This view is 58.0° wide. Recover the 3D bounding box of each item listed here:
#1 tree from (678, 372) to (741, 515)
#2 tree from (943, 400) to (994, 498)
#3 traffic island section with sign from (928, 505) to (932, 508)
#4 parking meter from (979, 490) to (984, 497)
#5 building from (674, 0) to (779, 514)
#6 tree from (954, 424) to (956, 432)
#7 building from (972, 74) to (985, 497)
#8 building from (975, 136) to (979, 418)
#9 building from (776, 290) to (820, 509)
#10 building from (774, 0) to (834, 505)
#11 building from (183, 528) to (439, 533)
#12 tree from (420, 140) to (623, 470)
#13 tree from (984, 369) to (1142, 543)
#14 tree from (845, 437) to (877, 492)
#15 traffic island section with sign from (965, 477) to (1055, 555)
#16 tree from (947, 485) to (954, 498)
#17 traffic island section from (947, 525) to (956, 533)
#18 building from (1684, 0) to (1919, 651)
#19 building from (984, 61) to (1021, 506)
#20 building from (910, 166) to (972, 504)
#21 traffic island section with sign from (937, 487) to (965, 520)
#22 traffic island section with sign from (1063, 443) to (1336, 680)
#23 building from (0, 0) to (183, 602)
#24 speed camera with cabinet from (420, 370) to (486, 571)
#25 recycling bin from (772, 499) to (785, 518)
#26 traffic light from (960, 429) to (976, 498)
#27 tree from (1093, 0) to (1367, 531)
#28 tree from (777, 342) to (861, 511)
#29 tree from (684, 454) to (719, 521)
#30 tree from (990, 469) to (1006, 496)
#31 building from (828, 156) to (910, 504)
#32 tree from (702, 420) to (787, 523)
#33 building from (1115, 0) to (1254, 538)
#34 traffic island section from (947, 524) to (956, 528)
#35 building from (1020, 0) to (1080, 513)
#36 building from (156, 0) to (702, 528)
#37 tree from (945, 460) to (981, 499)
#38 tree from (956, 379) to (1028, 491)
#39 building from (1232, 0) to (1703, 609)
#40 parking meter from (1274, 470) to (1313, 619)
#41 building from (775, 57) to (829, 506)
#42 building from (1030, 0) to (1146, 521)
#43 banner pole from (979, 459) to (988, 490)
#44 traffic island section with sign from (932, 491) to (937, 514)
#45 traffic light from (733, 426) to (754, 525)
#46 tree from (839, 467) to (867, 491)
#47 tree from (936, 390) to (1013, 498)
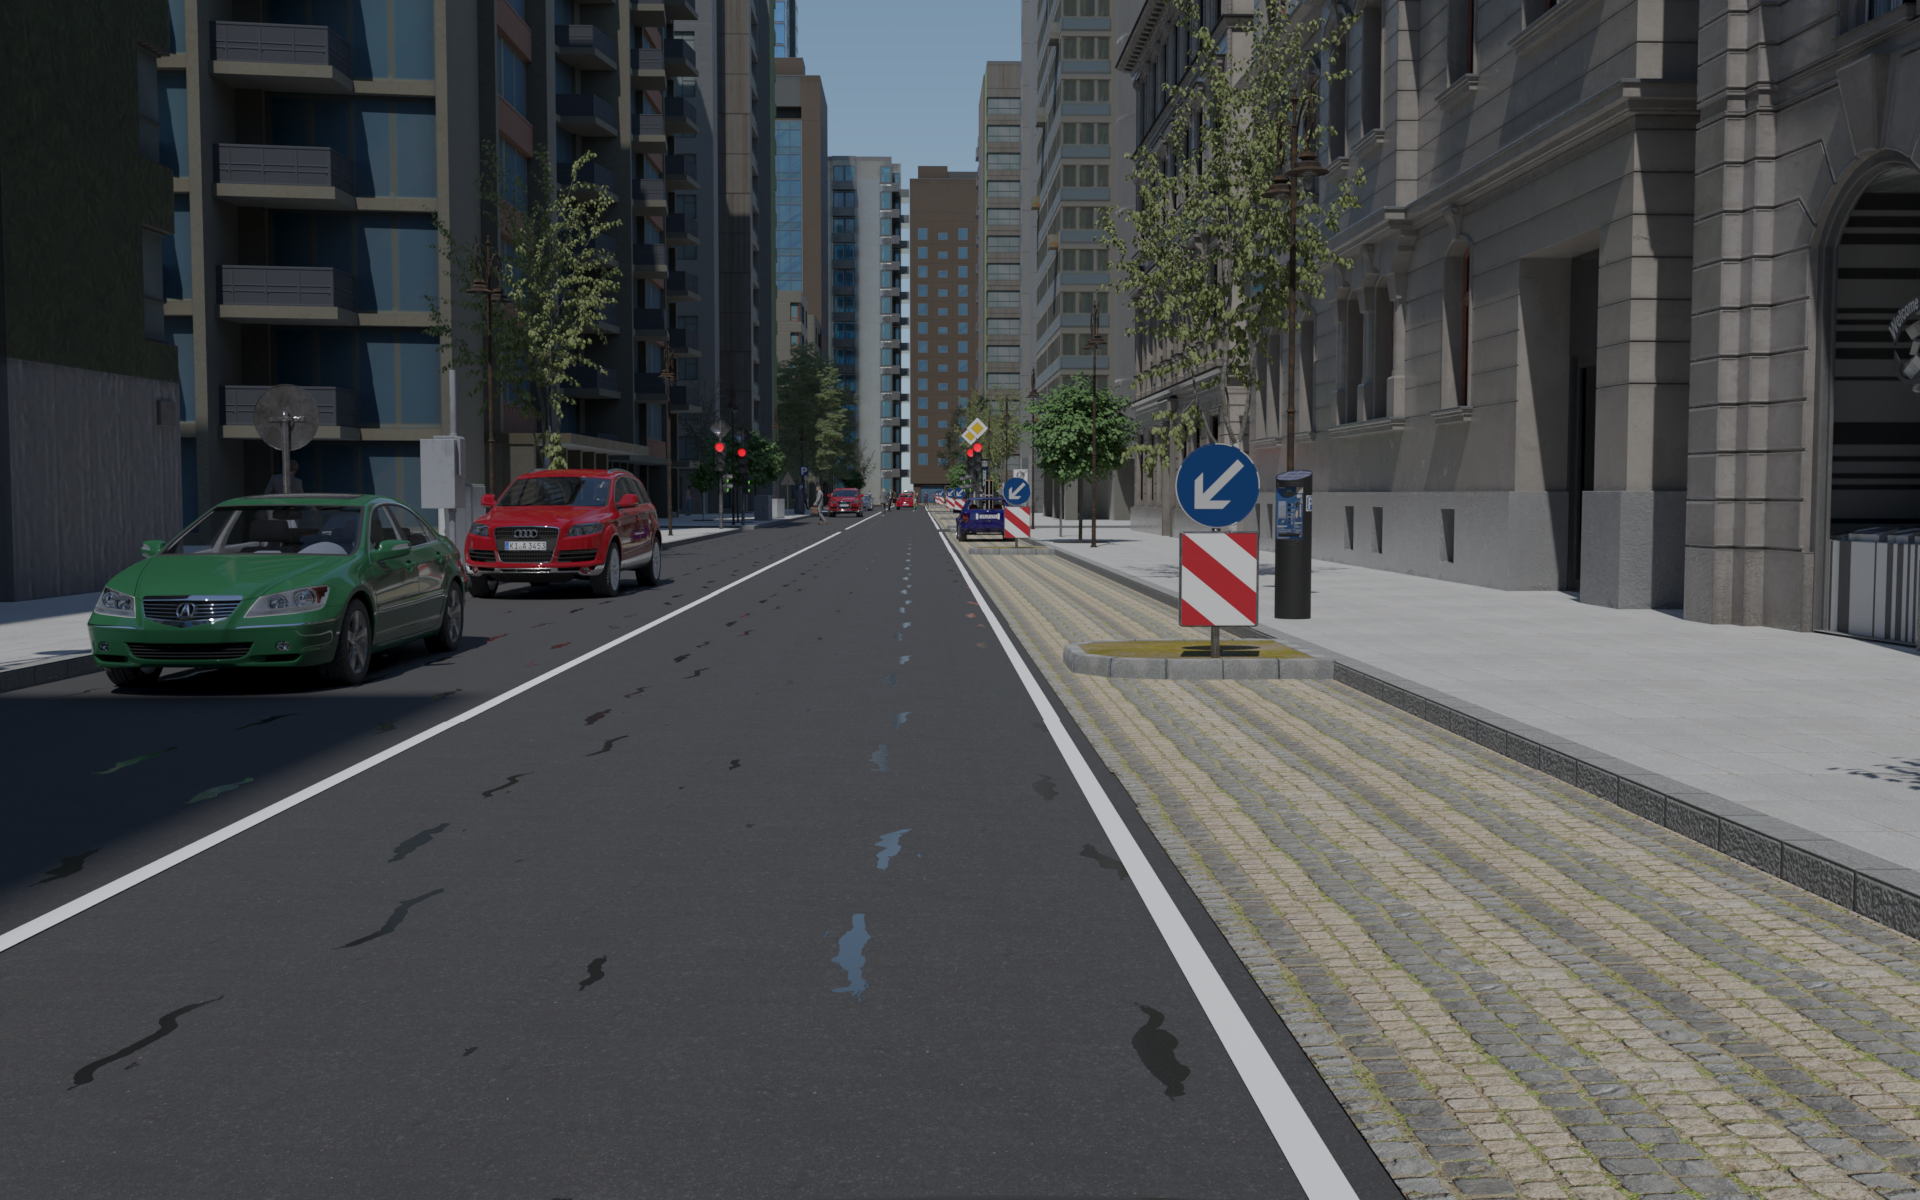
[{"bbox_3d":[-15.431,-9.494,105.581,4.360,8.622,3.978,0,3,0],"label":"tree"},{"bbox_3d":[0.925,-11.284,134.854,4.360,8.622,3.978,0,3,0],"label":"tree"},{"bbox_3d":[-2.014,-10.082,173.475,1.989,1.847,2.006,0,4,-1],"label":"traffic island section with sign"},{"bbox_3d":[1.321,-6.199,109.763,0.372,1.533,0.369,0,3,0],"label":"parking meter"},{"bbox_3d":[-19.803,-26.418,115.536,14.154,41.232,14.086,0,4,-1],"label":"building"},{"bbox_3d":[1.547,-10.351,119.595,4.737,8.622,4.395,0,3,0],"label":"tree"},{"bbox_3d":[9.088,-32.547,182.253,14.600,45.320,14.200,0,4,-1],"label":"building"},{"bbox_3d":[13.157,-35.805,205.012,23.786,49.044,30.456,0,4,-1],"label":"building"},{"bbox_3d":[-27.633,-19.339,161.237,27.650,21.520,28.899,0,4,-1],"label":"building"},{"bbox_3d":[-31.363,-54.706,207.109,31.000,86.520,22.319,0,4,-1],"label":"building"},{"bbox_3d":[-25.528,-24.250,51.106,28.867,44.769,22.147,0,4,-1],"label":"building"},{"bbox_3d":[-8.710,-5.210,35.550,4.737,8.622,4.395,0,3,0],"label":"tree"},{"bbox_3d":[3.095,-3.783,45.563,4.285,4.588,4.351,0,3,0],"label":"tree"},{"bbox_3d":[-12.928,-16.678,223.051,4.360,8.622,3.978,0,3,0],"label":"tree"},{"bbox_3d":[1.207,-2.001,41.343,1.989,1.847,2.006,0,4,-1],"label":"traffic island section with sign"},{"bbox_3d":[-0.807,-12.854,204.771,1.663,3.219,1.824,0,3,0],"label":"tree"},{"bbox_3d":[0.658,-2.537,63.768,2.009,0.180,2.903,0,4,-1],"label":"traffic island section"},{"bbox_3d":[13.514,-10.019,5.603,13.314,21.916,24.055,0,4,-1],"label":"building"},{"bbox_3d":[9.318,-29.595,167.476,14.154,41.232,14.086,0,4,-1],"label":"building"},{"bbox_3d":[0.213,-36.032,239.240,14.200,45.320,14.600,0,4,-1],"label":"building"},{"bbox_3d":[-0.130,-5.365,96.342,1.989,1.847,2.006,0,4,-1],"label":"traffic island section with sign"},{"bbox_3d":[1.877,-0.342,14.226,1.989,1.847,2.006,0,4,-1],"label":"traffic island section with sign"},{"bbox_3d":[-18.179,-15.024,17.351,14.160,30.474,14.107,0,4,-1],"label":"building"},{"bbox_3d":[-8.298,-2.082,28.369,0.660,3.252,2.038,0,4,-2],"label":"speed camera with cabinet"},{"bbox_3d":[-9.742,-4.824,91.430,0.722,1.027,0.722,2,4,32],"label":"recycling bin"},{"bbox_3d":[0.423,-5.059,71.636,0.839,4.253,0.868,0,4,-1],"label":"traffic light"},{"bbox_3d":[3.948,-4.572,25.119,4.737,8.622,4.395,0,3,0],"label":"tree"},{"bbox_3d":[-11.941,-12.893,128.928,7.486,12.596,7.792,0,3,0],"label":"tree"},{"bbox_3d":[-12.161,-5.391,82.748,1.663,3.219,1.824,0,3,0],"label":"tree"},{"bbox_3d":[2.737,-8.022,125.764,1.663,3.219,1.824,0,3,0],"label":"tree"},{"bbox_3d":[-22.299,-38.099,242.526,30.456,49.044,23.786,0,4,-1],"label":"building"},{"bbox_3d":[-9.894,-5.742,77.596,4.285,4.588,4.351,0,3,0],"label":"tree"},{"bbox_3d":[10.959,-11.449,51.820,10.561,19.102,19.286,0,4,-1],"label":"building"},{"bbox_3d":[0.463,-3.026,71.751,2.009,0.180,2.903,0,4,-1],"label":"traffic island section"},{"bbox_3d":[15.004,-35.873,128.529,21.231,58.520,28.212,0,4,-1],"label":"building"},{"bbox_3d":[-24.957,-26.376,85.872,22.147,44.769,28.867,0,4,-1],"label":"building"},{"bbox_3d":[0.215,-11.102,165.228,4.285,4.588,4.351,0,3,0],"label":"tree"},{"bbox_3d":[2.630,-9.817,110.872,4.737,8.622,4.395,0,3,0],"label":"tree"},{"bbox_3d":[13.262,-14.817,29.643,14.401,28.519,23.554,0,4,-1],"label":"building"},{"bbox_3d":[3.435,-0.577,17.844,0.372,1.533,0.369,0,3,0],"label":"parking meter"},{"bbox_3d":[-21.120,-32.543,182.184,14.600,45.320,14.200,0,4,-1],"label":"building"},{"bbox_3d":[16.186,-24.303,89.234,23.993,40.220,32.217,0,4,-1],"label":"building"},{"bbox_3d":[1.381,-7.211,107.919,0.863,3.779,0.401,-1,4,-19],"label":"banner pole"},{"bbox_3d":[-0.788,-7.013,123.289,1.989,1.847,2.006,0,4,-1],"label":"traffic island section with sign"},{"bbox_3d":[-8.935,-5.044,71.392,0.839,4.253,0.868,0,4,-1],"label":"traffic light"},{"bbox_3d":[-13.053,-13.946,211.736,4.285,4.588,4.351,0,3,0],"label":"tree"},{"bbox_3d":[1.324,-13.483,154.856,7.601,10.594,8.767,0,4,3],"label":"tree"}]
